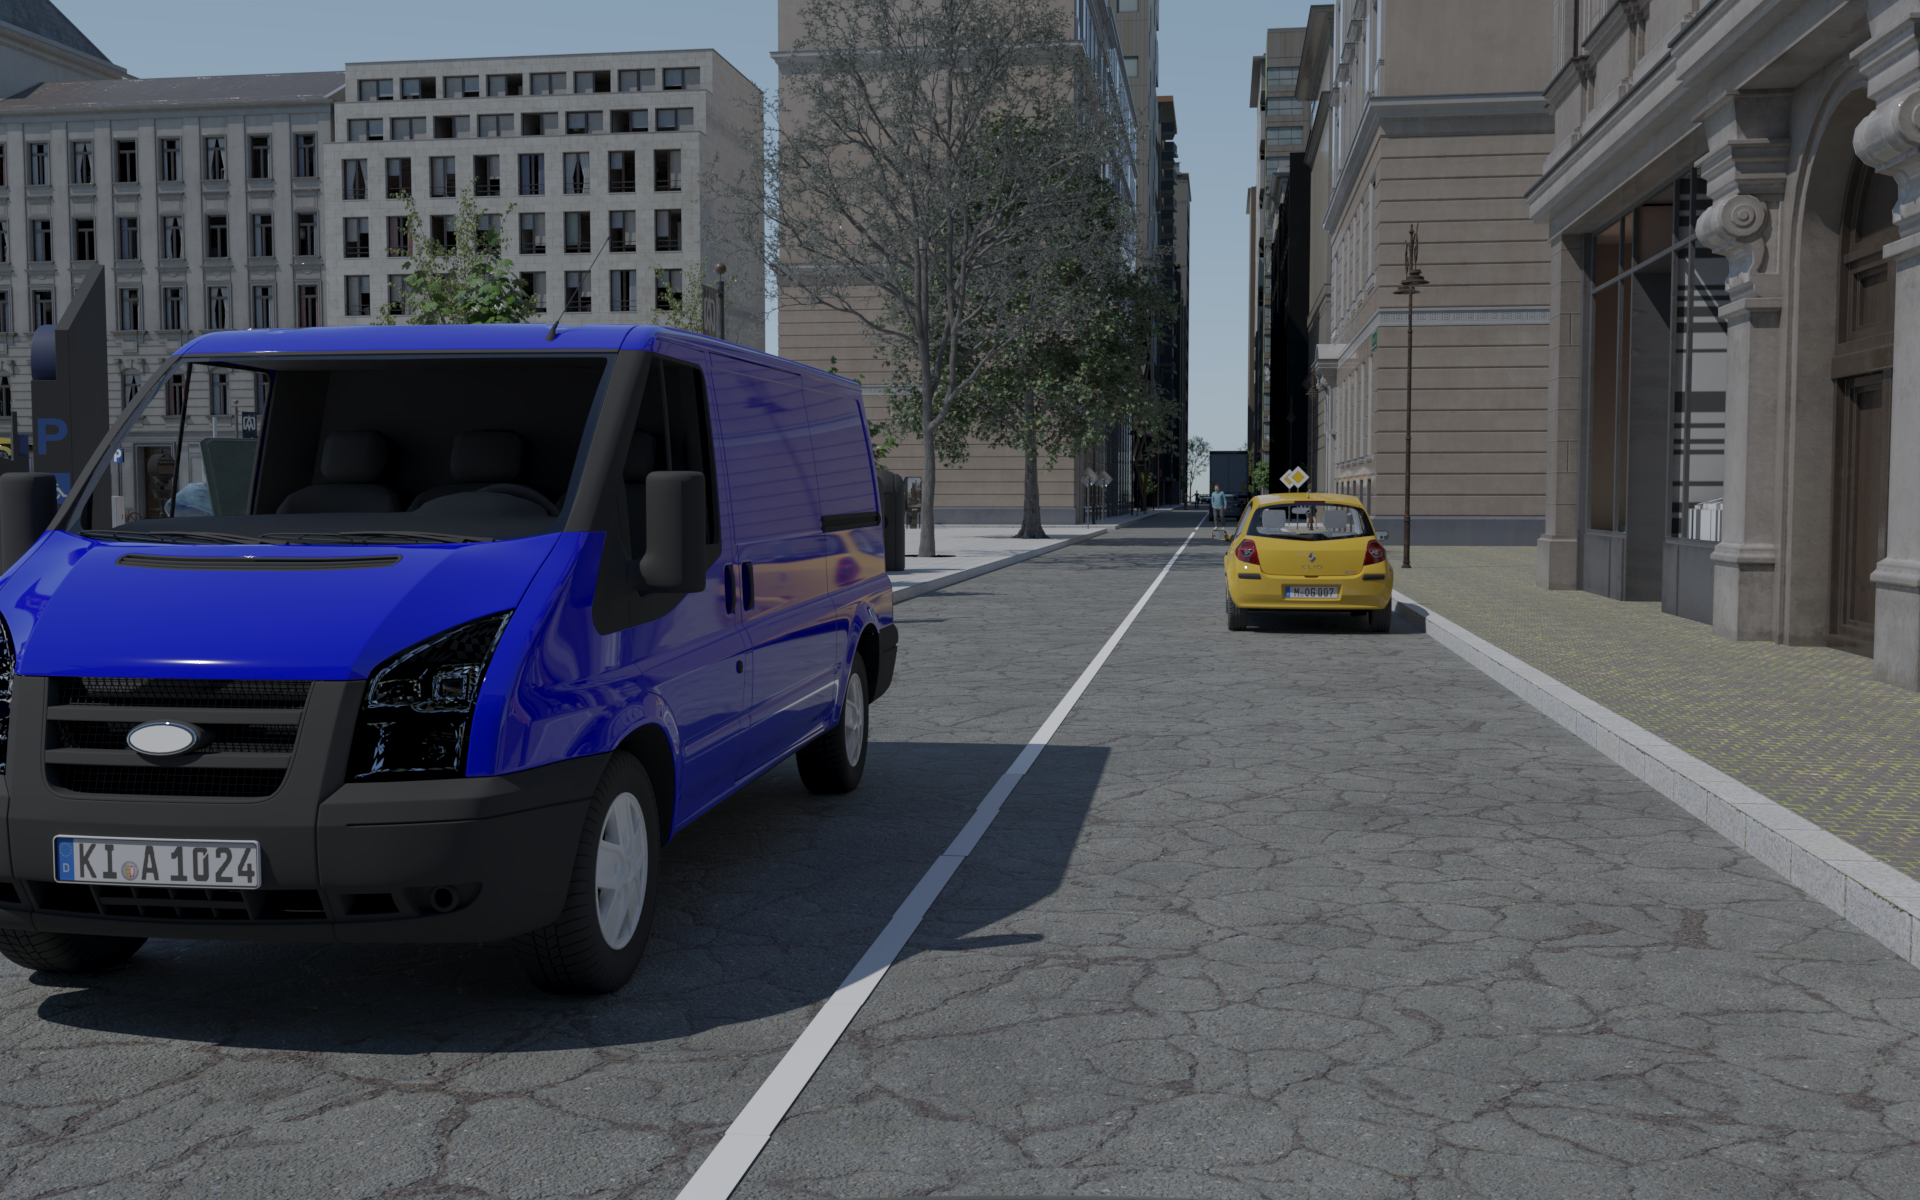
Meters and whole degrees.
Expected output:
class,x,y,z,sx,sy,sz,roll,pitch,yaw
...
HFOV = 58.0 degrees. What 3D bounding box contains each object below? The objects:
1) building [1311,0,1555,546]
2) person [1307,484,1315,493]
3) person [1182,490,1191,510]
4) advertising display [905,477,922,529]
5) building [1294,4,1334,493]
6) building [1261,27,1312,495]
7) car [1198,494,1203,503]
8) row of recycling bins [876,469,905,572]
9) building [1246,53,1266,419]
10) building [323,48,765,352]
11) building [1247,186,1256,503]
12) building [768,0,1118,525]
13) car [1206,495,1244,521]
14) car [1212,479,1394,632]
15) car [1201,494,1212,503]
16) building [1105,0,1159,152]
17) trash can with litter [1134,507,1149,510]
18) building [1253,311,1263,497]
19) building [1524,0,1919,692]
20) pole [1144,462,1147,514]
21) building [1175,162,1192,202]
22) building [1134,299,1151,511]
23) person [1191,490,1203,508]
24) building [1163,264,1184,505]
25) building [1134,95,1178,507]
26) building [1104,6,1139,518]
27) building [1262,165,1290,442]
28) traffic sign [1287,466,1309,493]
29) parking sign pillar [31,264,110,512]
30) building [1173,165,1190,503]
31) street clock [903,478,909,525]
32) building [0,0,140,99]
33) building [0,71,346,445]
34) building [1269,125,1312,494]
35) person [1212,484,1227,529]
class,x,y,z,sx,sy,sz,roll,pitch,yaw
building,17.845,-16.205,50.853,13.634,28.700,20.117,1,4,9
person,13.164,-3.451,64.955,0.581,1.822,0.654,-1,4,-20
person,20.227,-8.962,155.034,0.705,1.824,1.348,-2,4,-29
advertising display,-1.727,-3.598,64.041,0.123,1.923,0.974,2,4,32
building,30.010,-14.794,75.173,30.059,22.955,16.112,1,4,9
building,34.257,-28.840,155.131,14.154,41.232,14.086,1,4,9
car,39.375,-16.393,279.821,2.131,1.459,4.920,0,4,8
row of recycling bins,-1.928,-1.263,27.767,1.069,1.692,3.534,2,4,28
building,48.451,-37.545,203.105,28.713,52.752,27.495,1,4,9
building,-18.408,-13.721,79.087,16.860,20.320,10.420,1,4,9
building,47.741,-36.339,244.256,14.600,45.320,14.200,1,4,9
building,0.080,-18.068,81.312,13.634,28.700,20.117,1,4,9
car,14.206,-4.936,92.704,2.014,1.417,4.499,0,4,7
car,3.846,-0.566,19.482,2.015,1.641,3.980,1,4,8
car,37.715,-15.465,264.653,2.131,1.459,4.920,0,4,7
building,4.514,-34.984,161.227,28.713,52.752,27.495,1,4,9
trash can with litter,14.357,-7.833,139.127,2.233,1.210,1.678,2,4,26
building,44.154,-20.242,176.003,27.650,21.520,28.899,1,4,9
building,12.162,-10.425,21.366,10.553,20.767,40.483,1,4,9
pole,11.934,-7.205,111.644,0.158,3.312,0.155,0,3,0
building,22.497,-42.208,279.344,28.713,52.752,27.495,1,4,9
building,5.785,-16.026,129.481,16.820,18.784,16.811,1,4,9
person,23.586,-10.029,172.465,1.348,1.826,0.705,1,4,13
building,19.518,-26.794,209.782,14.160,30.474,14.107,1,4,9
building,12.333,-32.668,188.739,22.147,44.769,28.867,1,4,9
building,4.562,-20.080,105.802,11.434,29.767,29.804,1,4,9
building,30.149,-21.014,130.973,14.401,28.519,23.554,1,4,9
traffic sign,12.163,-3.591,62.363,0.795,2.450,0.064,1,4,9
parking sign pillar,-10.141,-1.915,19.782,1.447,3.967,1.447,-1,4,-9
building,22.726,-38.591,254.658,21.300,48.544,21.600,1,4,9
street clock,-2.103,-4.107,71.718,0.358,2.002,0.471,-3,5,-44
building,-56.645,-18.386,87.998,23.554,28.519,14.401,1,4,9
building,-35.677,-14.261,82.324,18.267,20.994,9.793,1,4,9
building,26.376,-17.216,111.163,12.332,23.373,15.834,1,4,9
person,10.539,-3.780,70.318,0.660,1.820,0.620,2,4,25
